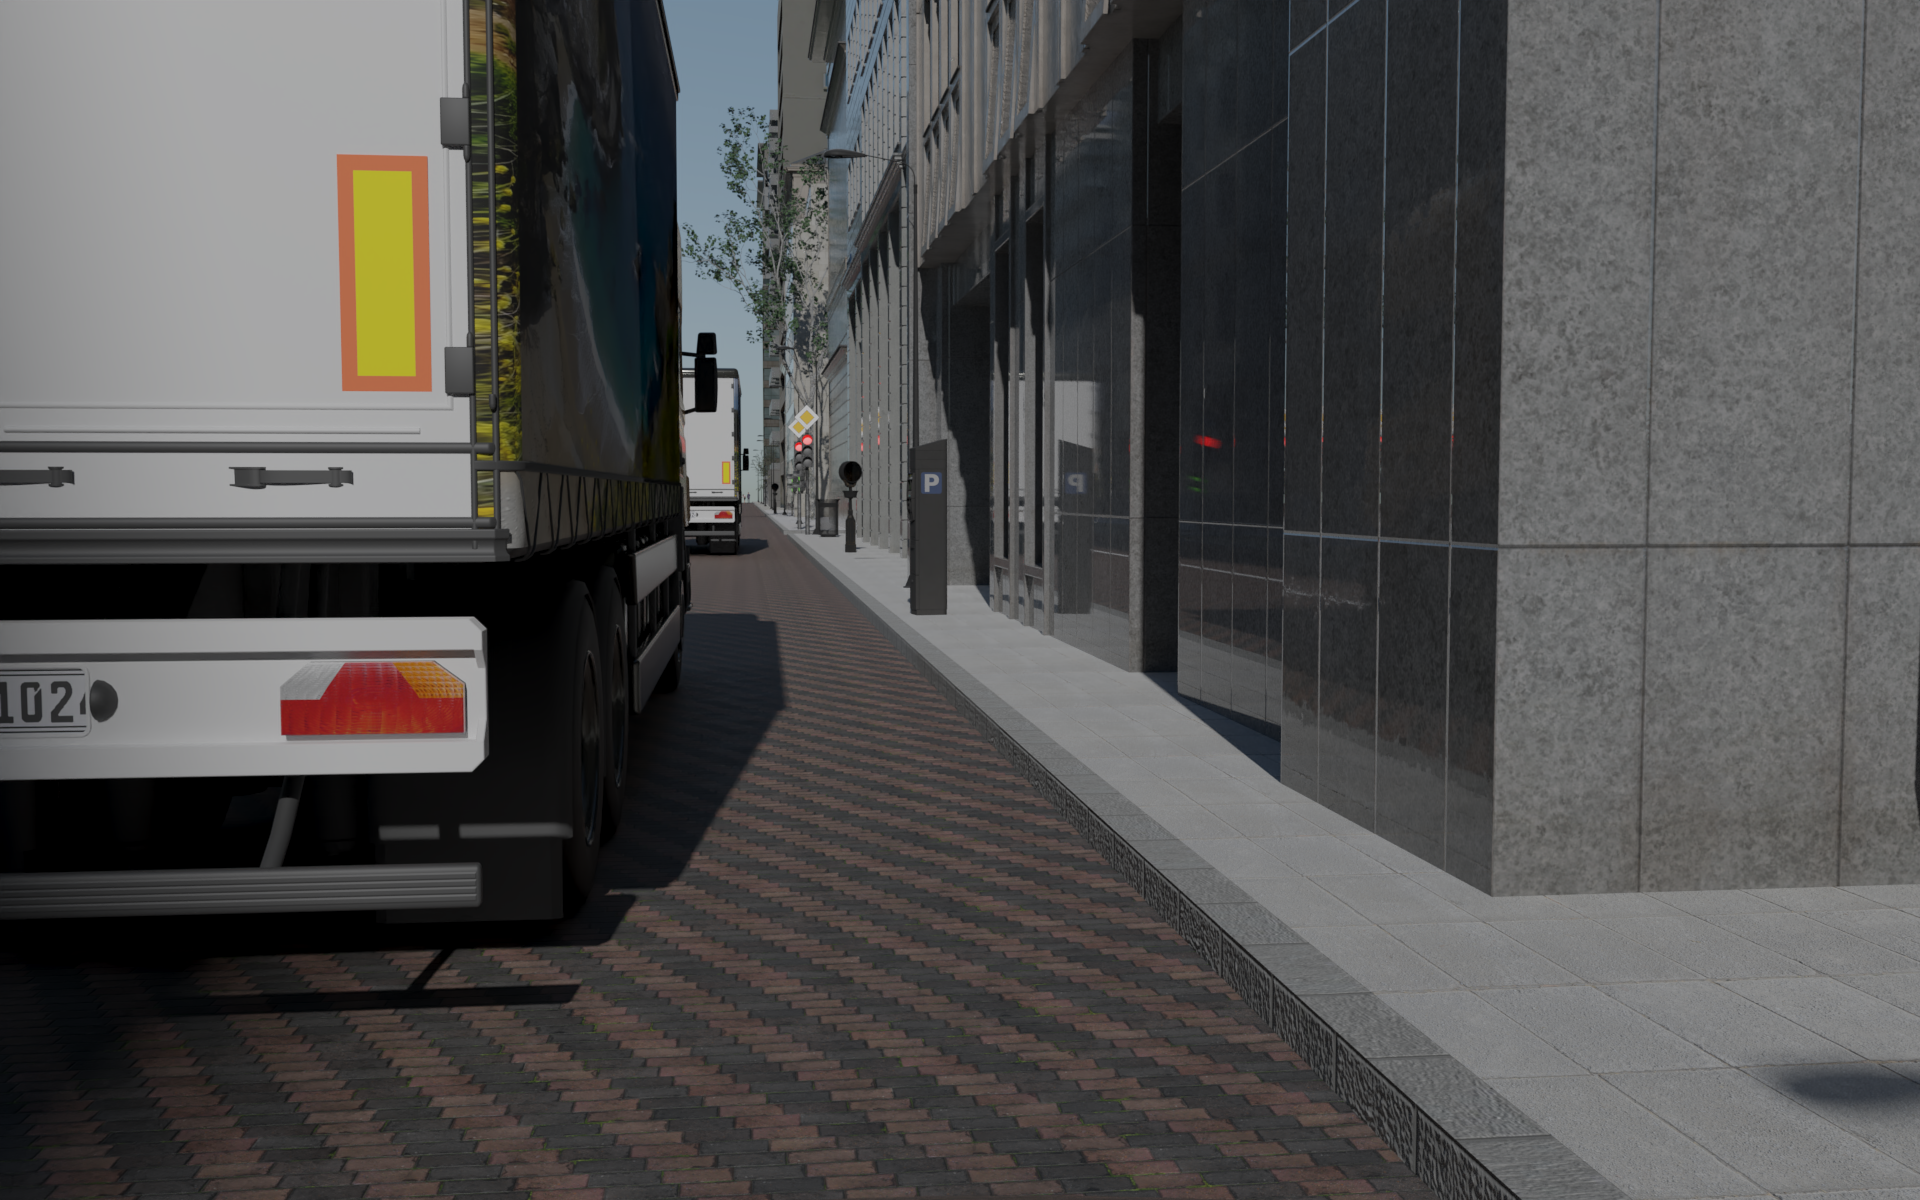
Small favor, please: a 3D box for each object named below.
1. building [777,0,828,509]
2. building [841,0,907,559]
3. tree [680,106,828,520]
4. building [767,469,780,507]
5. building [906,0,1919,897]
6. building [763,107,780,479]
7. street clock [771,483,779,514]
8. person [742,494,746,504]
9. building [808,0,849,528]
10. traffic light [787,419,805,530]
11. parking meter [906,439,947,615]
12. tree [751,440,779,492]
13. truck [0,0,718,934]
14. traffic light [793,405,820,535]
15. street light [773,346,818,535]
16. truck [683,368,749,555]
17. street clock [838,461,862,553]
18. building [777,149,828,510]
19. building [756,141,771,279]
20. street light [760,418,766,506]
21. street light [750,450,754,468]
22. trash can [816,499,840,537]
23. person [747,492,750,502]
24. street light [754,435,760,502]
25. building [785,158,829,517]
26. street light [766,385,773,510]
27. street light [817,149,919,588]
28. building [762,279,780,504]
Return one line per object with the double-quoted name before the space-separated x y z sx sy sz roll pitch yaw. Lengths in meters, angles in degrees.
"building" -4.943 -32.277 151.427 21.300 48.544 21.600 0 4 -7
"building" 3.606 -16.066 40.168 11.434 29.767 29.804 0 4 -7
"tree" -8.842 -14.104 86.483 12.611 20.169 13.585 0 3 0
"building" -8.802 -44.846 171.484 20.563 71.187 20.611 0 4 -7
"building" 6.423 -12.068 15.335 12.078 24.808 19.932 0 4 -7
"building" -10.640 -35.401 198.417 23.786 49.044 30.456 0 4 -7
"street clock" -12.111 -6.660 113.461 0.471 2.002 0.358 0 4 3
"person" -32.176 -15.056 257.853 0.628 1.438 0.799 -1 4 -9
"building" 9.132 -14.571 71.519 30.059 22.955 16.112 0 4 -7
"traffic light" -5.826 -4.502 62.525 0.839 4.253 0.868 0 4 -7
"parking meter" -0.350 -0.776 18.394 0.399 1.863 0.255 -1 4 -16
"tree" -24.729 -16.687 223.186 4.360 8.622 3.978 0 3 0
"truck" -2.823 -1.239 9.163 2.839 4.237 11.283 0 4 -7
"traffic light" -4.836 -4.017 54.601 0.839 4.253 0.868 0 4 -7
"street light" -5.053 -5.014 54.527 1.470 5.913 1.316 0 4 -7
"truck" -6.801 -3.369 43.991 2.839 4.237 11.283 0 4 -7
"street clock" -2.401 -2.042 37.958 0.471 2.002 0.358 -2 4 -32
"building" -6.745 -20.076 125.508 12.463 27.353 25.104 0 4 -7
"building" -15.204 -40.695 254.594 28.713 52.752 27.495 0 4 -7
"street light" -11.254 -8.137 105.574 1.470 5.913 1.316 0 4 -7
"street light" -20.868 -12.732 180.711 1.470 5.913 1.316 0 4 -7
"trash can" -3.925 -2.444 51.609 0.748 1.137 0.748 0 3 0
"person" -32.176 -15.547 263.605 0.541 1.710 0.530 -1 4 -23
"street light" -15.219 -10.018 136.341 1.470 5.913 1.316 0 4 -7
"building" -5.081 -15.272 104.447 10.420 20.320 16.860 0 4 -7
"street light" -7.405 -6.194 73.817 1.470 5.913 1.316 0 4 -7
"street light" -1.141 -3.119 23.530 1.470 5.913 1.316 0 4 -7
"building" -19.478 -28.211 232.954 14.160 30.474 14.107 0 4 -7
